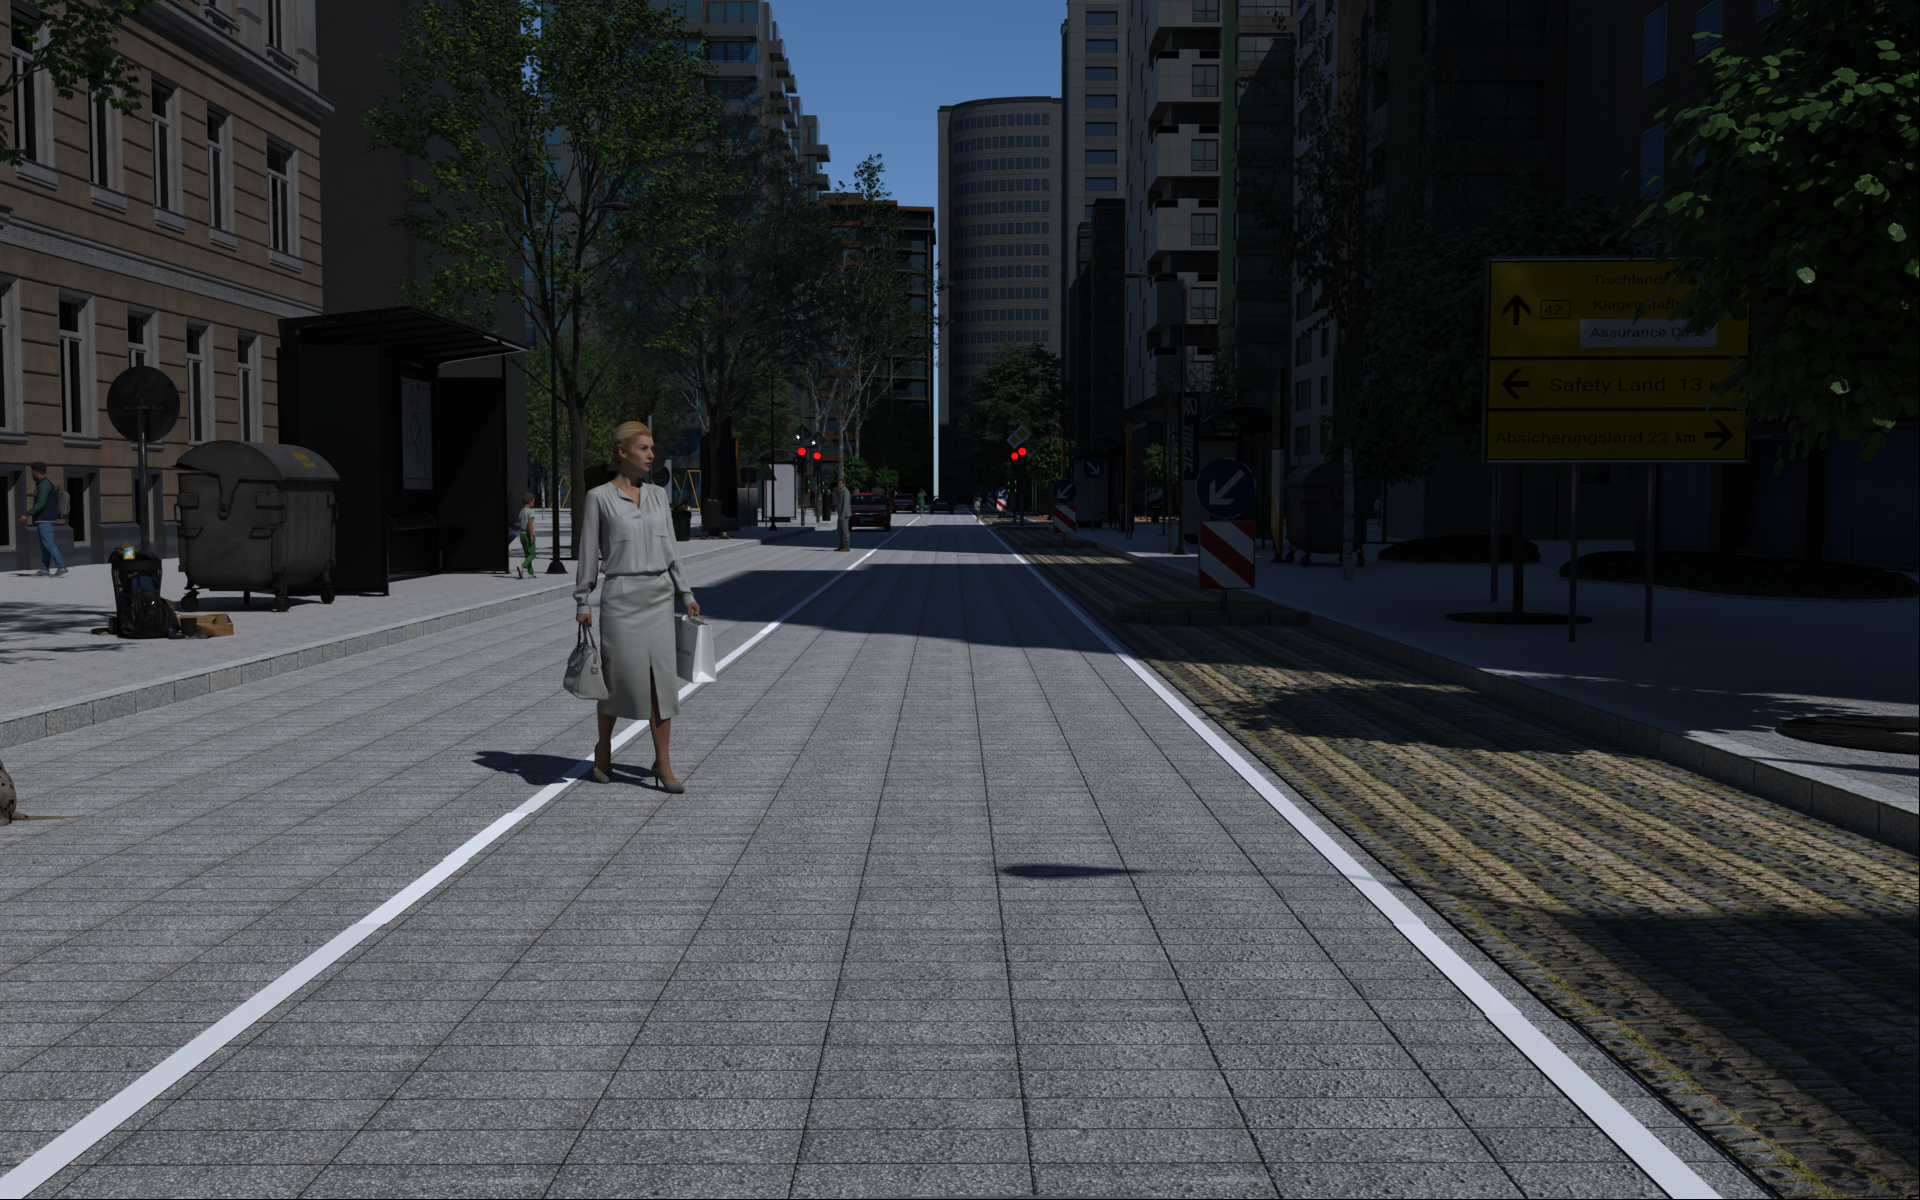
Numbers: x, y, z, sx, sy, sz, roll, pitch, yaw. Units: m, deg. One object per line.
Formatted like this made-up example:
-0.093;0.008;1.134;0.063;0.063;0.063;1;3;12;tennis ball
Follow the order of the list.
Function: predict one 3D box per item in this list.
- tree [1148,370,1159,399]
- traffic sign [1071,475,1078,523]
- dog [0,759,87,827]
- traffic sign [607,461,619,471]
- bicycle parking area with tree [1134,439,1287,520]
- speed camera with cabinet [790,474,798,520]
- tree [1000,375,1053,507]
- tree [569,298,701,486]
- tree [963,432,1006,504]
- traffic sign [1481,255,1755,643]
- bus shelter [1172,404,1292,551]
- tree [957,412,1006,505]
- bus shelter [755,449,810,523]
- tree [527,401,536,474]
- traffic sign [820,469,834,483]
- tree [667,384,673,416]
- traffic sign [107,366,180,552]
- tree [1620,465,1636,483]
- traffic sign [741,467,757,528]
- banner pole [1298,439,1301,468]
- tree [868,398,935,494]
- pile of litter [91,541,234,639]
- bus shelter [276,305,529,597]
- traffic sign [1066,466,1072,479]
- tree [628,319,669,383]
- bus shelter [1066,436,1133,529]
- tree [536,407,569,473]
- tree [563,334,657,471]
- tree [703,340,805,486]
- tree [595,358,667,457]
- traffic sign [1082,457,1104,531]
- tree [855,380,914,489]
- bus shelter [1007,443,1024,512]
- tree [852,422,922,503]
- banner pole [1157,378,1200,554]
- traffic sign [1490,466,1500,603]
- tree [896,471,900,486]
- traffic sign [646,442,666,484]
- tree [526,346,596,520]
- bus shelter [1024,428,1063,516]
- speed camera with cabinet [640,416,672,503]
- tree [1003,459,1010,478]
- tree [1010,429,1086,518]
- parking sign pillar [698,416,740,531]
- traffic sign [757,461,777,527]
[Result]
9.708;-7.114;66.681;4.360;8.622;3.978;0;3;0;tree
5.242;-4.726;77.281;0.884;2.594;0.081;0;4;5;traffic sign
-4.140;0.578;7.392;0.513;0.831;0.800;3;5;41;dog
-7.616;-2.416;39.504;0.884;2.594;0.081;0;4;3;traffic sign
13.175;-6.138;87.366;9.016;4.147;8.231;3;5;42;bicycle parking area with tree
-8.330;-5.585;85.651;0.660;3.252;2.038;0;4;-6;speed camera with cabinet
4.968;-16.944;187.403;12.009;13.543;11.850;0;3;0;tree
-11.765;-6.907;63.298;4.360;8.622;3.978;0;3;0;tree
4.935;-18.523;219.852;9.611;12.733;9.660;0;3;0;tree
5.624;-1.285;14.879;2.265;3.308;0.079;0;4;3;traffic sign
6.440;-2.922;41.692;2.014;3.302;5.546;0;4;0;bus shelter
3.840;-16.694;198.696;9.928;11.665;9.643;0;3;0;tree
-8.182;-5.287;80.366;2.014;3.302;5.546;0;4;0;bus shelter
-34.213;-11.343;135.824;4.360;8.622;3.978;0;3;0;tree
-6.701;-5.323;87.136;0.768;2.556;0.104;1;4;8;traffic sign
-18.347;-9.071;98.675;4.737;8.622;4.395;0;3;0;tree
-8.108;-1.046;17.202;0.768;2.556;0.104;0;4;6;traffic sign
17.759;-5.738;44.180;4.360;8.622;3.978;0;3;0;tree
-8.062;-3.911;66.068;0.606;2.300;0.079;0;4;3;traffic sign
15.494;-5.446;79.060;0.401;3.779;0.863;0;4;7;banner pole
-8.106;-19.715;229.001;9.857;13.997;8.962;0;3;0;tree
-7.325;-0.120;15.921;1.176;0.858;1.719;-2;4;-31;pile of litter
-7.727;-2.045;24.718;1.731;3.624;6.357;0;4;0;bus shelter
5.073;-4.742;77.642;0.768;2.556;0.104;0;4;6;traffic sign
-22.314;-17.599;143.635;12.611;20.169;13.585;0;3;0;tree
5.046;-4.257;63.522;2.014;3.302;5.546;0;4;0;bus shelter
-29.044;-11.071;131.374;4.360;8.622;3.978;0;3;0;tree
-24.953;-12.512;122.694;7.486;12.596;7.792;0;3;0;tree
-15.068;-12.753;126.637;7.486;12.596;7.792;0;3;0;tree
-18.646;-8.672;92.157;4.737;8.622;4.395;0;3;0;tree
4.580;-3.639;59.606;0.768;2.556;0.104;0;4;1;traffic sign
-8.104;-14.307;159.678;9.928;11.665;9.643;0;3;0;tree
4.656;-9.348;130.476;2.179;5.291;8.768;0;4;0;bus shelter
-8.535;-16.681;207.143;8.767;10.594;7.601;-2;4;-27;tree
4.771;-2.897;37.380;0.863;3.779;0.401;0;4;0;banner pole
6.325;-1.244;20.442;0.768;2.556;0.104;0;4;1;traffic sign
-8.371;-12.907;194.742;4.285;4.588;4.351;0;3;0;tree
-7.510;-2.567;42.071;0.768;2.556;0.104;0;4;7;traffic sign
-20.535;-8.247;85.203;4.737;8.622;4.395;0;3;0;tree
5.232;-7.688;103.323;2.179;5.291;8.768;0;4;0;bus shelter
-8.157;-2.983;43.105;0.660;3.252;2.038;3;5;43;speed camera with cabinet
4.501;-7.931;113.379;4.285;4.588;4.351;0;3;0;tree
5.356;-6.770;94.411;4.285;4.588;4.351;0;3;0;tree
-8.394;-4.391;60.259;1.447;3.967;1.447;2;4;33;parking sign pillar
-7.652;-4.180;68.351;0.884;2.594;0.081;1;4;9;traffic sign
